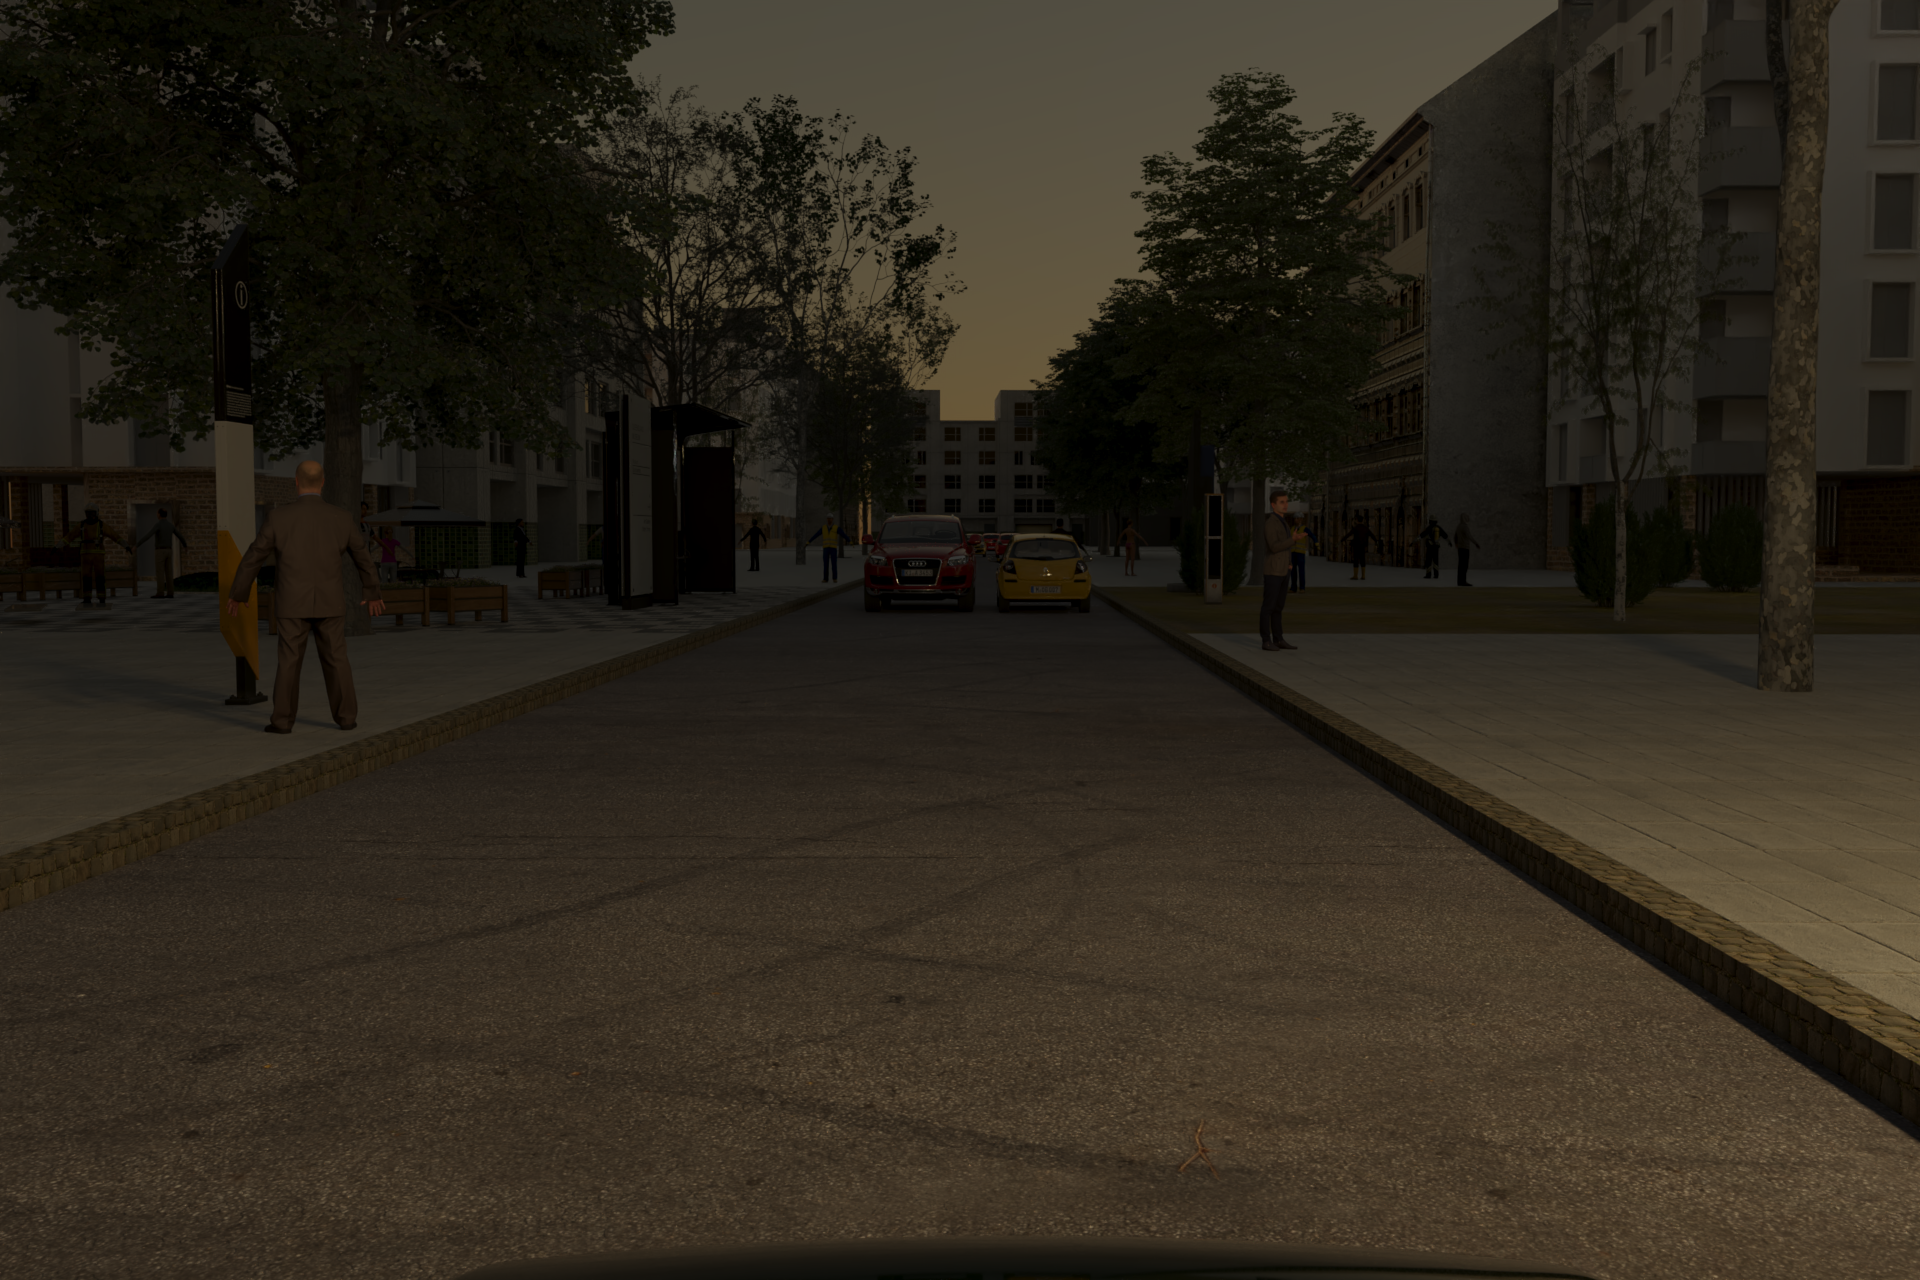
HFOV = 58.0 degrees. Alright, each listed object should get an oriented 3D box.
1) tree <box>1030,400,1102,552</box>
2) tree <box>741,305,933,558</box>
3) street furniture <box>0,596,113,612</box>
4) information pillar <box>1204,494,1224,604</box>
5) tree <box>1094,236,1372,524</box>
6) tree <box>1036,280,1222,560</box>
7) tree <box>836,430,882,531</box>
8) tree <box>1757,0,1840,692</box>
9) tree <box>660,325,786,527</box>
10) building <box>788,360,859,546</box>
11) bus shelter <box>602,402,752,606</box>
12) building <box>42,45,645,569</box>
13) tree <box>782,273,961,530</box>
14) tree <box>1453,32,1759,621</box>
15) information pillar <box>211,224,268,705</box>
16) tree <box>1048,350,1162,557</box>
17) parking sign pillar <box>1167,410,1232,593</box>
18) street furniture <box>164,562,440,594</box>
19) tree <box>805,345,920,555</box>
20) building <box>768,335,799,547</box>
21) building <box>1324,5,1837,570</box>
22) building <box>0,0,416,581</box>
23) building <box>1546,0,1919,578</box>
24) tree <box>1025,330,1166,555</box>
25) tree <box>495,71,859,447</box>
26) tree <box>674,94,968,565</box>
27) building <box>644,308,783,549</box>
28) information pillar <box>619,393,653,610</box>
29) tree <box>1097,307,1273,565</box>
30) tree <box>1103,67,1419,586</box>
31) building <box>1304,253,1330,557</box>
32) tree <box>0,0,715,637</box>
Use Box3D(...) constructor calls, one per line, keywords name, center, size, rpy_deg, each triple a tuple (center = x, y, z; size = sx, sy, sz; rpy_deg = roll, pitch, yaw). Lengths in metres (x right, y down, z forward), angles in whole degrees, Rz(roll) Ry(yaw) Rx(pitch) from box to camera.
Box3D(name="tree", center=(9.812, -12.944, 122.006), size=(12.009, 13.543, 11.850), rpy_deg=(0, 3, 0))
Box3D(name="tree", center=(-6.259, -11.110, 92.026), size=(12.009, 13.543, 11.850), rpy_deg=(0, 3, 0))
Box3D(name="street furniture", center=(-18.765, -1.161, 25.832), size=(11.010, 1.723, 9.812), rpy_deg=(-2, 4, -25))
Box3D(name="information pillar", center=(4.634, -1.661, 31.644), size=(0.304, 2.012, 0.304), rpy_deg=(0, 4, 0))
Box3D(name="tree", center=(8.196, -7.232, 52.648), size=(8.767, 10.594, 7.601), rpy_deg=(1, 4, 8))
Box3D(name="tree", center=(8.450, -10.892, 84.747), size=(9.857, 13.997, 8.962), rpy_deg=(0, 3, 0))
Box3D(name="tree", center=(-6.089, -10.040, 114.508), size=(4.360, 8.622, 3.978), rpy_deg=(0, 3, 0))
Box3D(name="tree", center=(8.122, -9.609, 12.990), size=(12.611, 20.169, 13.585), rpy_deg=(0, 3, 0))
Box3D(name="tree", center=(-7.720, -6.486, 56.403), size=(4.360, 8.622, 3.978), rpy_deg=(0, 3, 0))
Box3D(name="building", center=(-21.409, -22.161, 193.253), size=(19.493, 23.208, 18.063), rpy_deg=(0, 4, 2))
Box3D(name="bus shelter", center=(-5.433, -2.615, 34.031), size=(1.731, 3.624, 6.357), rpy_deg=(0, 4, 2))
Box3D(name="building", center=(-25.804, -12.988, 78.806), size=(16.747, 18.905, 31.486), rpy_deg=(0, 4, 1))
Box3D(name="tree", center=(-6.647, -16.532, 126.184), size=(12.611, 20.169, 13.585), rpy_deg=(0, 3, 0))
Box3D(name="tree", center=(9.956, -4.597, 25.517), size=(4.360, 8.622, 3.978), rpy_deg=(0, 3, 0))
Box3D(name="information pillar", center=(-5.413, -1.321, 12.947), size=(0.183, 3.616, 0.504), rpy_deg=(0, 4, 1))
Box3D(name="tree", center=(8.758, -10.430, 96.287), size=(9.928, 11.665, 9.643), rpy_deg=(0, 3, 0))
Box3D(name="parking sign pillar", center=(5.316, -3.051, 38.359), size=(1.447, 3.967, 1.447), rpy_deg=(0, 4, 2))
Box3D(name="street furniture", center=(-15.806, -1.620, 42.111), size=(5.734, 0.657, 10.072), rpy_deg=(0, 4, -8))
Box3D(name="tree", center=(-6.114, -11.346, 103.632), size=(7.486, 12.596, 7.792), rpy_deg=(0, 3, 0))
Box3D(name="building", center=(-21.749, -18.937, 166.044), size=(16.016, 20.090, 11.380), rpy_deg=(0, 4, 1))
Box3D(name="building", center=(26.137, -14.659, 70.611), size=(19.493, 23.208, 18.063), rpy_deg=(0, 4, 1))
Box3D(name="building", center=(-24.586, -11.748, 48.497), size=(16.016, 20.090, 11.380), rpy_deg=(0, 4, 1))
Box3D(name="building", center=(25.622, -12.364, 58.577), size=(16.016, 20.090, 11.380), rpy_deg=(0, 4, 1))
Box3D(name="tree", center=(8.814, -12.189, 105.938), size=(9.857, 13.997, 8.962), rpy_deg=(0, 3, 0))
Box3D(name="tree", center=(-7.545, -8.314, 46.304), size=(12.009, 13.543, 11.850), rpy_deg=(0, 3, 0))
Box3D(name="tree", center=(-6.085, -13.294, 73.251), size=(12.611, 20.169, 13.585), rpy_deg=(0, 3, 0))
Box3D(name="building", center=(-21.582, -17.711, 146.002), size=(16.016, 20.090, 11.380), rpy_deg=(0, 4, 2))
Box3D(name="information pillar", center=(-5.563, -2.353, 29.793), size=(0.184, 3.620, 1.656), rpy_deg=(0, 4, 2))
Box3D(name="tree", center=(9.142, -8.196, 68.415), size=(7.601, 10.594, 8.767), rpy_deg=(-3, 5, -41))
Box3D(name="tree", center=(7.438, -7.657, 43.323), size=(7.486, 12.596, 7.792), rpy_deg=(0, 3, 0))
Box3D(name="building", center=(29.455, -15.912, 91.086), size=(19.493, 23.208, 18.063), rpy_deg=(0, 4, 1))
Box3D(name="tree", center=(-7.804, -7.033, 21.640), size=(9.857, 13.997, 8.962), rpy_deg=(0, 3, 0))
